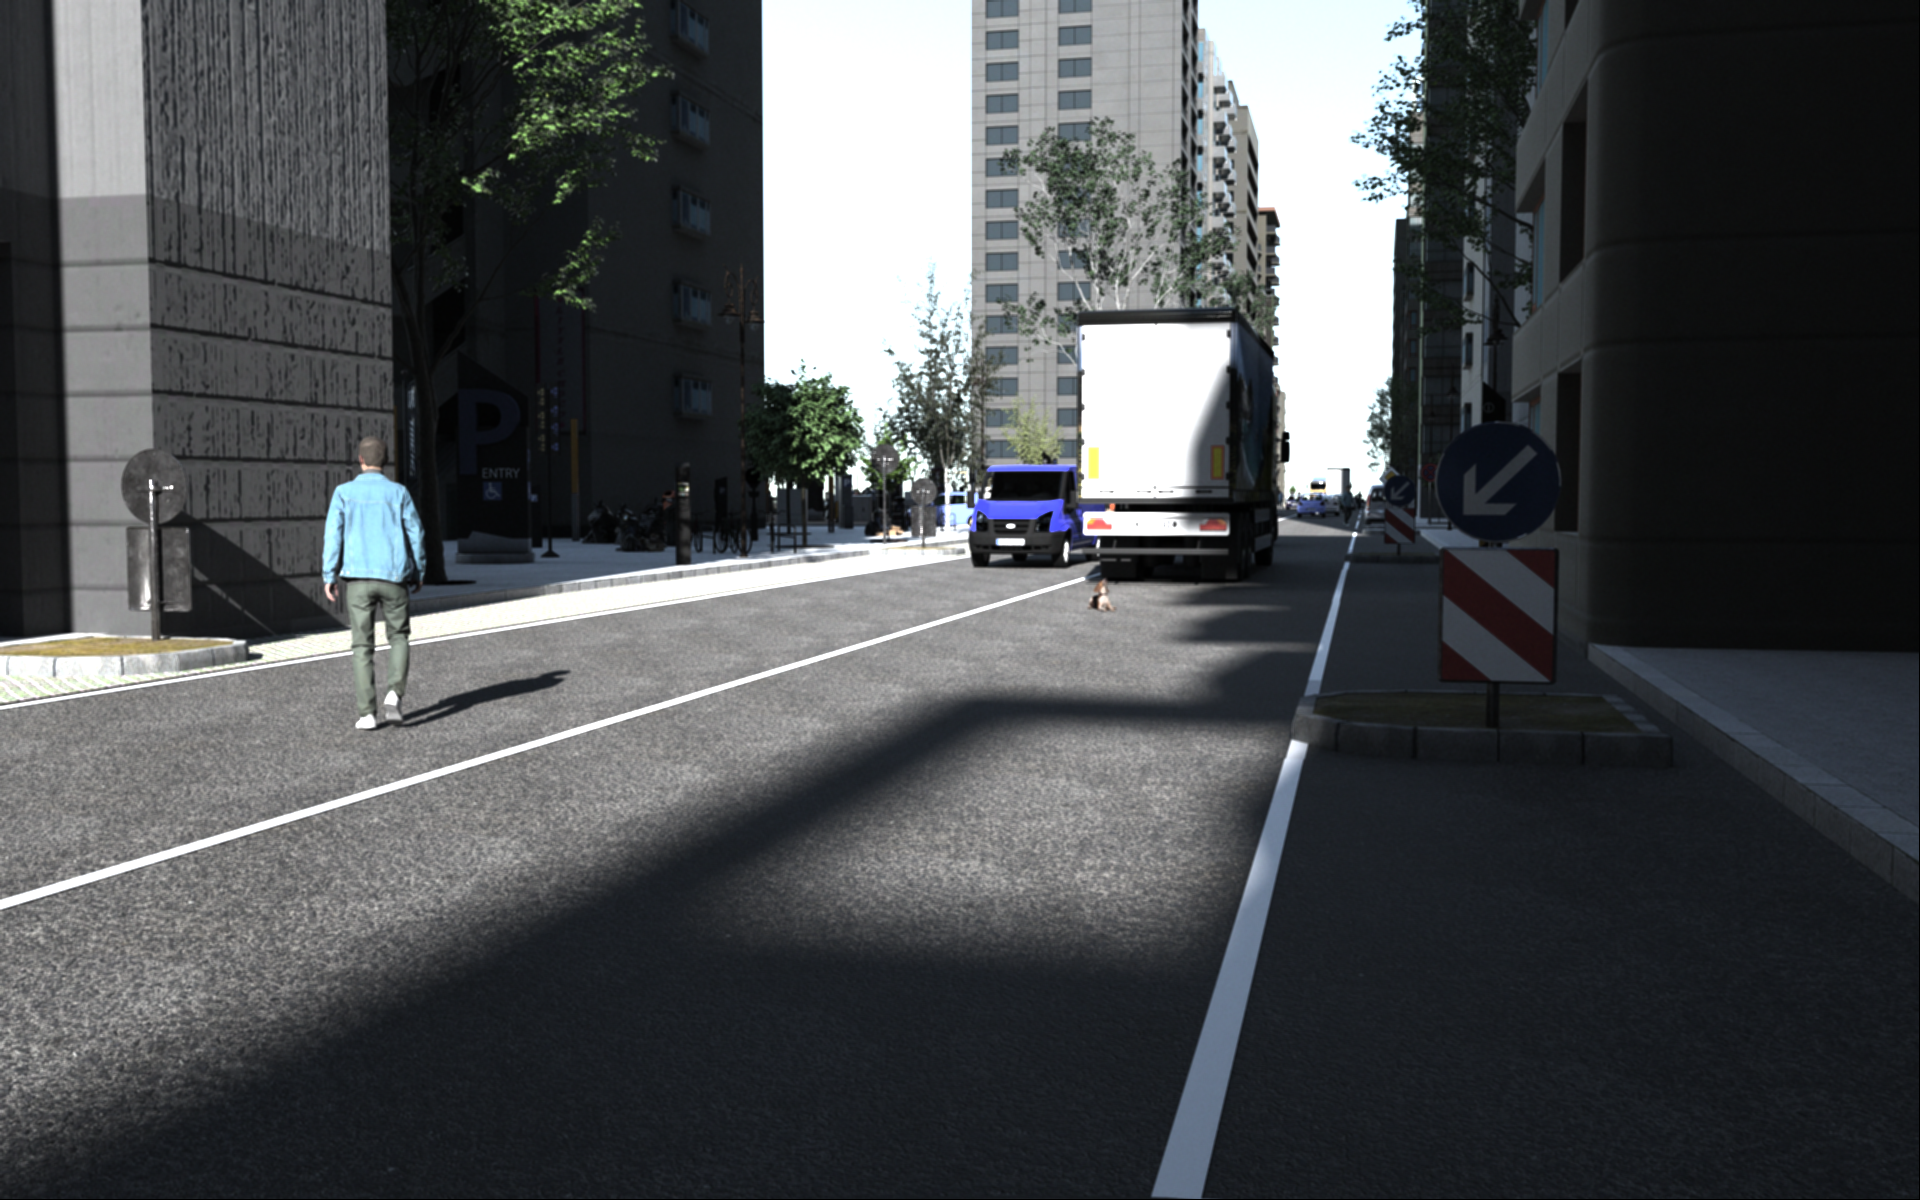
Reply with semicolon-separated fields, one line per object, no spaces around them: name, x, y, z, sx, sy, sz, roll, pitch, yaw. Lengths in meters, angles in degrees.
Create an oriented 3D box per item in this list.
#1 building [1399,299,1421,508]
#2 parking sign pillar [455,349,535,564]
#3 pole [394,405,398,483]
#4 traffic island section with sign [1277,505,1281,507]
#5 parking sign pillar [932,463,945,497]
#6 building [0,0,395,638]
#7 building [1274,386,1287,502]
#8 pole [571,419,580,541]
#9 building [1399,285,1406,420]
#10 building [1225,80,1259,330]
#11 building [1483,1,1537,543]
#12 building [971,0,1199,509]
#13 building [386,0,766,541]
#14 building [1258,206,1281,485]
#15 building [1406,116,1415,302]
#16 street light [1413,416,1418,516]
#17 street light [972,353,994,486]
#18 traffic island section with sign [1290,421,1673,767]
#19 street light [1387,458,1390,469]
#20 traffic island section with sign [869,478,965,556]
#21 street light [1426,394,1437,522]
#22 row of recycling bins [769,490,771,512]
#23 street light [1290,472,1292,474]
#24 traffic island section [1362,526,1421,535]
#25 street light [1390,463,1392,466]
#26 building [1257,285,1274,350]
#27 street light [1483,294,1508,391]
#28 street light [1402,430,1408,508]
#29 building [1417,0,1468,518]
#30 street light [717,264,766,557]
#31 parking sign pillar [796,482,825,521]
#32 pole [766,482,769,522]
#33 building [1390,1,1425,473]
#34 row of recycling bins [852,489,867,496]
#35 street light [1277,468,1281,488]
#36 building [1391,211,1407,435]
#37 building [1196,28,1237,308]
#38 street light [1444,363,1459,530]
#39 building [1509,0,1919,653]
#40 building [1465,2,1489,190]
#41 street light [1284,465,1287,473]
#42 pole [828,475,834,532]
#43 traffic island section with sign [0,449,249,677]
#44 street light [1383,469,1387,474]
building;56.357;-19.560;164.841;27.650;21.520;28.899;1;4;13
parking sign pillar;-8.688;-2.678;32.260;1.447;3.967;1.447;0;4;-5
pole;-13.024;-2.812;39.821;0.158;3.312;0.155;0;3;0
traffic island section with sign;35.335;-11.453;195.879;1.989;1.847;2.006;1;4;13
parking sign pillar;-1.633;-8.494;127.348;1.447;3.967;1.447;-2;4;-32
building;-19.780;-28.418;6.636;21.231;58.520;28.212;1;4;13
building;39.556;-27.087;287.907;27.650;21.520;28.899;1;4;13
pole;-10.440;-3.250;46.983;0.158;3.312;0.155;0;3;0
building;67.507;-28.487;237.462;14.160;30.474;14.107;1;4;13
building;24.431;-35.784;208.770;21.300;48.544;21.600;1;4;13
building;24.480;-30.663;43.336;21.231;58.520;28.212;1;4;13
building;13.207;-44.012;157.845;20.563;71.187;20.611;1;4;13
building;-19.925;-26.409;55.497;21.600;48.544;21.300;1;4;13
building;36.125;-36.928;258.392;22.147;44.769;28.867;1;4;13
building;55.226;-30.761;186.533;14.154;41.232;14.086;1;4;13
street light;26.526;-7.821;100.653;0.468;5.910;1.993;1;4;13
street light;0.742;-5.141;56.849;0.468;5.910;1.993;1;4;13
traffic island section with sign;2.999;-0.098;10.223;1.989;1.847;2.006;1;4;13
street light;48.937;-13.668;196.252;0.468;5.910;1.993;1;4;13
traffic island section with sign;-0.942;-1.972;40.869;1.989;1.847;2.006;1;4;13
street light;21.669;-6.541;79.727;0.468;5.910;1.993;1;4;13
row of recycling bins;-15.420;-7.246;125.588;3.534;1.692;1.069;-1;4;-19
street light;55.793;-19.524;292.009;0.468;5.910;1.993;1;4;13
traffic island section;15.528;-2.453;62.388;2.009;0.180;2.903;1;4;13
street light;43.958;-12.355;174.793;0.468;5.910;1.993;1;4;13
building;35.322;-28.458;236.991;14.160;30.474;14.107;1;4;13
street light;12.413;-4.127;40.263;0.468;5.910;1.993;1;4;13
street light;31.399;-9.111;121.752;0.468;5.910;1.993;1;4;13
building;32.892;-25.228;96.072;14.154;41.232;14.086;1;4;13
street light;-4.384;-3.802;34.942;0.468;5.910;1.993;1;4;13
parking sign pillar;-7.206;-5.782;83.000;1.447;3.967;1.447;2;4;29
pole;-8.776;-5.191;78.717;0.158;3.312;0.155;0;3;0
building;76.062;-57.776;257.311;22.319;86.520;31.000;1;4;13
row of recycling bins;-8.105;-8.196;141.119;3.534;1.692;1.069;1;4;12
street light;46.120;-16.984;250.480;0.468;5.910;1.993;1;4;13
building;82.046;-40.411;284.426;21.300;48.544;21.600;1;4;13
building;17.416;-34.502;183.711;23.786;49.044;30.456;1;4;13
street light;17.423;-5.423;61.460;0.468;5.910;1.993;1;4;13
building;17.540;-9.811;5.444;27.650;21.520;28.899;1;4;13
building;33.250;-27.620;75.281;21.600;48.544;21.300;1;4;13
street light;50.908;-18.251;271.196;0.468;5.910;1.993;1;4;13
pole;-4.322;-3.926;58.029;0.158;3.312;0.155;0;3;0
traffic island section with sign;-7.124;-0.356;14.449;1.989;1.847;2.006;1;4;13
street light;58.024;-16.036;234.972;0.468;5.910;1.993;1;4;13
